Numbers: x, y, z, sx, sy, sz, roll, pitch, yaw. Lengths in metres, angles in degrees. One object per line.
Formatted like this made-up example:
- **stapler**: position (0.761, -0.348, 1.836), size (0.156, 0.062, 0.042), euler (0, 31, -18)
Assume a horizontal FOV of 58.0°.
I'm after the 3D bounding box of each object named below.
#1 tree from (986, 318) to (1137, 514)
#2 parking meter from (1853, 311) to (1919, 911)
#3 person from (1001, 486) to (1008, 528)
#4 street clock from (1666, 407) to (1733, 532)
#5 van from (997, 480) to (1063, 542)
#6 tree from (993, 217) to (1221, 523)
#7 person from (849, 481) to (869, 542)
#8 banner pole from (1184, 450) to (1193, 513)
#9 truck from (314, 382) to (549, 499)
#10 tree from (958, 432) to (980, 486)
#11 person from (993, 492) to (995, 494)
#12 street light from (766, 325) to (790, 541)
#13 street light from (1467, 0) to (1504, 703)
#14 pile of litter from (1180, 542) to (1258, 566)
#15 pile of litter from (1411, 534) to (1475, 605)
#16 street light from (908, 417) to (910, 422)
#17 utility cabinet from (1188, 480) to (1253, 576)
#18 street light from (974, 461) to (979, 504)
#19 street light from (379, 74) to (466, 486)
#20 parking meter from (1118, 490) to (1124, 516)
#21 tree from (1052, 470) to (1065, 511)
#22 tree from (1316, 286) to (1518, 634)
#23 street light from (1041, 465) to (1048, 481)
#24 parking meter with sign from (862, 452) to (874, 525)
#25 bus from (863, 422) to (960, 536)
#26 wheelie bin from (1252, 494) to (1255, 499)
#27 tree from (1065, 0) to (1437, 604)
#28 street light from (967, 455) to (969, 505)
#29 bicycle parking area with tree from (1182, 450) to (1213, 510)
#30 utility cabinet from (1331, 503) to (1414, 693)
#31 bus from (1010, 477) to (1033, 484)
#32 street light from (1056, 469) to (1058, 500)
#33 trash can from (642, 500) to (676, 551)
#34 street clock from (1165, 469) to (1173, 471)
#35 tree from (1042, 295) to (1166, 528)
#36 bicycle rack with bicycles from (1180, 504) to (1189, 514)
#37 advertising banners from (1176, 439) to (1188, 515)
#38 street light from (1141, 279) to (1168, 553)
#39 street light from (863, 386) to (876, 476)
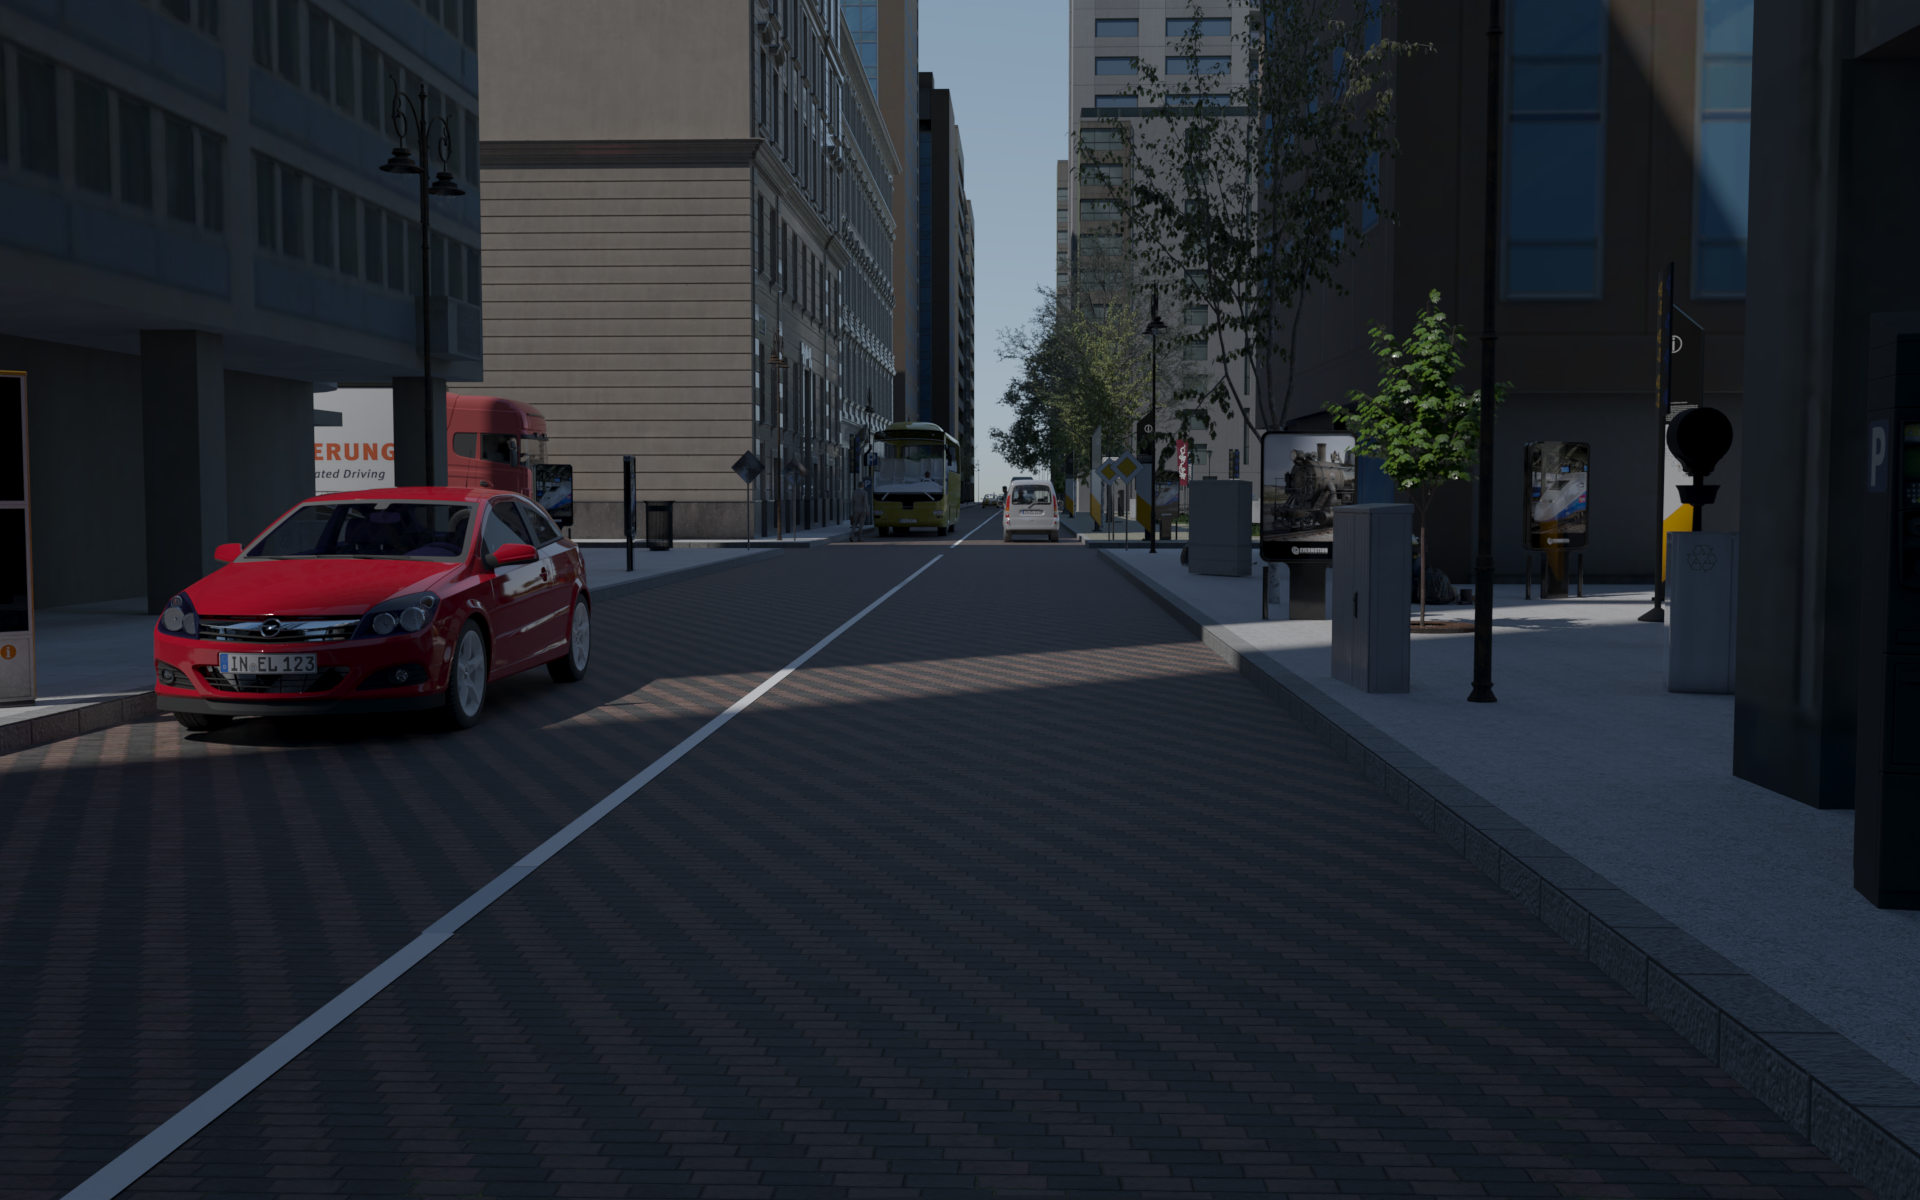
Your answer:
- **tree**: position (6.865, -11.847, 110.704), size (9.611, 12.733, 9.660), euler (0, 3, 0)
- **parking meter**: position (2.994, 0.019, 5.406), size (0.255, 1.863, 0.399), euler (1, 4, 14)
- **person**: position (1.972, -3.913, 72.826), size (0.721, 1.781, 0.623), euler (-3, 5, -39)
- **street clock**: position (6.190, -0.610, 14.547), size (0.471, 2.002, 0.358), euler (0, 3, 0)
- **van**: position (2.145, -2.792, 52.662), size (2.013, 2.044, 4.112), euler (0, 4, 1)
- **tree**: position (6.654, -10.250, 77.960), size (12.009, 13.543, 11.850), euler (0, 3, 0)
- **person**: position (-3.020, -2.660, 52.106), size (0.709, 1.813, 0.853), euler (2, 4, 23)
- **banner pole**: position (11.220, -5.825, 85.262), size (0.401, 3.779, 0.863), euler (-2, 4, -29)
- **truck**: position (-15.424, -3.338, 43.494), size (11.283, 4.237, 2.839), euler (0, 4, 1)
- **tree**: position (0.059, -15.238, 199.509), size (4.360, 8.622, 3.978), euler (0, 3, 0)
- **person**: position (5.188, -15.794, 267.421), size (1.217, 1.739, 0.721), euler (3, 4, 36)
- **street light**: position (-4.980, -4.578, 47.633), size (0.468, 5.910, 1.993), euler (0, 4, 2)
- **street light**: position (3.233, -2.309, 10.546), size (0.468, 5.910, 1.993), euler (0, 4, 2)
- **pile of litter**: position (4.693, -1.059, 31.286), size (1.719, 0.858, 1.176), euler (-2, 4, -25)
- **pile of litter**: position (5.437, -0.408, 20.631), size (1.176, 0.858, 1.719), euler (-2, 4, -31)
- **street light**: position (-3.001, -7.904, 102.015), size (0.468, 5.910, 1.993), euler (0, 4, 2)
- **utility cabinet**: position (4.094, -1.134, 27.221), size (0.318, 1.500, 1.173), euler (-2, 4, -32)
- **street light**: position (1.942, -16.023, 234.757), size (0.468, 5.910, 1.993), euler (0, 4, 2)
- **street light**: position (-6.053, -2.868, 19.678), size (0.468, 5.910, 1.993), euler (0, 4, 2)
- **parking meter**: position (9.278, -5.588, 99.778), size (0.372, 1.533, 0.369), euler (0, 3, 0)
- **tree**: position (7.698, -8.552, 134.433), size (1.663, 3.219, 1.824), euler (0, 3, 0)
- **tree**: position (4.418, -1.319, 16.162), size (1.663, 3.219, 1.824), euler (0, 3, 0)
- **street light**: position (11.007, -15.538, 226.830), size (0.468, 5.910, 1.993), euler (0, 4, 2)
- **parking meter with sign**: position (-3.805, -4.616, 71.728), size (0.543, 3.016, 1.738), euler (0, 4, 6)
- **bus**: position (-1.478, -4.342, 62.544), size (2.896, 3.916, 12.252), euler (0, 4, 2)
- **wheelie bin**: position (11.119, -3.688, 68.209), size (0.980, 1.594, 0.693), euler (1, 4, 13)
- **tree**: position (3.589, -4.278, 20.308), size (4.360, 8.622, 3.978), euler (0, 3, 0)
- **street light**: position (0.897, -14.350, 207.404), size (0.468, 5.910, 1.993), euler (0, 4, 2)
- **bicycle parking area with tree**: position (18.959, -7.784, 114.274), size (8.231, 4.147, 9.016), euler (0, 4, 3)
- **utility cabinet**: position (2.744, -0.028, 11.618), size (0.306, 1.237, 1.020), euler (0, 4, -1)
- **bus**: position (6.933, -11.886, 189.202), size (2.948, 3.499, 13.247), euler (0, 4, 3)
- **street light**: position (8.032, -10.453, 143.701), size (0.468, 5.910, 1.993), euler (0, 4, 2)
- **trash can**: position (-6.787, -1.679, 39.104), size (0.748, 1.137, 0.748), euler (0, 3, 0)
- **street clock**: position (6.098, -2.837, 50.954), size (0.358, 2.002, 0.471), euler (-1, 4, -17)
- **tree**: position (5.516, -7.032, 65.342), size (4.737, 8.622, 4.395), euler (0, 3, 0)
- **bicycle rack with bicycles**: position (12.346, -4.731, 90.740), size (2.925, 0.926, 2.852), euler (2, 4, 27)
- **advertising banners**: position (7.509, -3.557, 54.341), size (0.090, 3.025, 2.074), euler (-3, 4, -37)
- **street light**: position (4.195, -3.957, 37.487), size (0.468, 5.910, 1.993), euler (0, 4, 2)
- **street light**: position (-3.890, -6.225, 74.569), size (0.468, 5.910, 1.993), euler (0, 4, 2)
